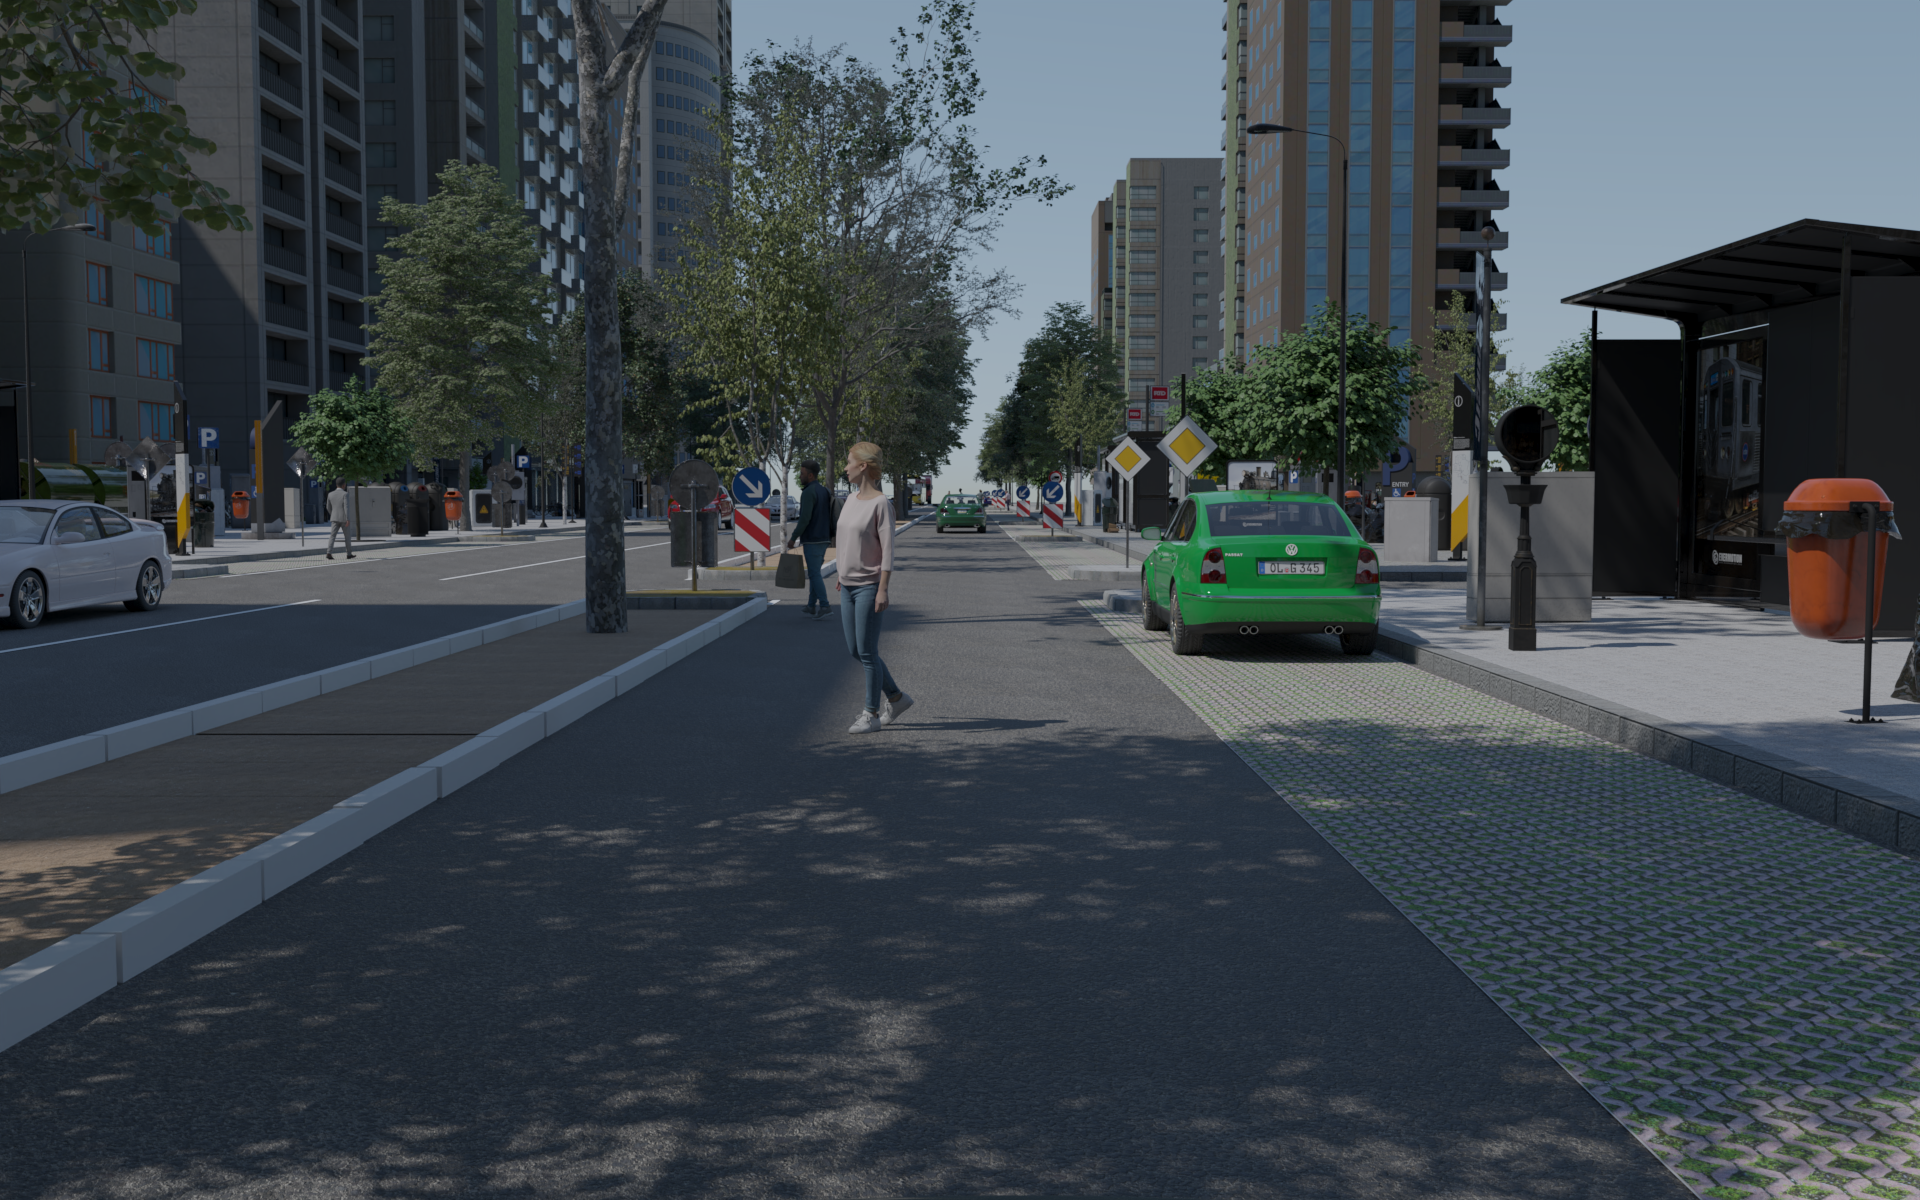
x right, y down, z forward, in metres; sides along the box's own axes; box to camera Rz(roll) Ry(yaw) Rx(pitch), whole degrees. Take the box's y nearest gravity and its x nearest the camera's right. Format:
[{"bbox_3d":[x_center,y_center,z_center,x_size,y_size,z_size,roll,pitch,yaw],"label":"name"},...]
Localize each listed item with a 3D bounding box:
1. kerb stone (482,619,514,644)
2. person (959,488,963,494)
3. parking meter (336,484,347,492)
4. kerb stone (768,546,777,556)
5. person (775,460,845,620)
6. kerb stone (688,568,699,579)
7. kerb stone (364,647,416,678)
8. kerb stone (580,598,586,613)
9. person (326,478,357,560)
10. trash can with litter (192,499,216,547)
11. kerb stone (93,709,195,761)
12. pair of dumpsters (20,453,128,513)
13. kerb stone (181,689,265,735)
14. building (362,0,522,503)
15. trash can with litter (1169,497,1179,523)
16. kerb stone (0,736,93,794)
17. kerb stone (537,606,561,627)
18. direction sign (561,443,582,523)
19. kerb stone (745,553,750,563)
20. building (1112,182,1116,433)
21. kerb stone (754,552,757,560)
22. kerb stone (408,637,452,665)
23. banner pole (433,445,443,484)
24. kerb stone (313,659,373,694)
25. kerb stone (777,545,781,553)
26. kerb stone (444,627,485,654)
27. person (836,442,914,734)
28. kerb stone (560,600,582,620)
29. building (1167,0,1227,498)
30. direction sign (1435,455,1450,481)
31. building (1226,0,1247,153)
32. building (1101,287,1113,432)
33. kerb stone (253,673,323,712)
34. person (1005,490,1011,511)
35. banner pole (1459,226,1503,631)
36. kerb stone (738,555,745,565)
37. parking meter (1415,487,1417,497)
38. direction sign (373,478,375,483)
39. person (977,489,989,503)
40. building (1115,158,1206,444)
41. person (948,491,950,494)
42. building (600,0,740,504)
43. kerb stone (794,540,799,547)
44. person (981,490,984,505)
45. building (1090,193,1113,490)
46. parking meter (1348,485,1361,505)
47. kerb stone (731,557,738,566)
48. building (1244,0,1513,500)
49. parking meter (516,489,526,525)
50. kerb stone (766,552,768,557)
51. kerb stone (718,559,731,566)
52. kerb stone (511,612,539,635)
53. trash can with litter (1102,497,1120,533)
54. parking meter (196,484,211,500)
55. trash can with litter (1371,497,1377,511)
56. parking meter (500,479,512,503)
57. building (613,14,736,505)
[{"bbox_3d":[-4.569,0.324,16.901,0.120,0.150,1.000,0,4,0],"label":"kerb stone"},{"bbox_3d":[0.020,-5.743,102.735,0.374,1.781,0.599,1,4,15],"label":"person"},{"bbox_3d":[-25.511,-4.024,71.496,0.399,1.863,0.255,1,4,20],"label":"parking meter"},{"bbox_3d":[-4.497,-1.150,40.992,0.120,0.150,1.000,0,4,0],"label":"kerb stone"},{"bbox_3d":[-1.709,-0.691,19.787,0.713,1.824,0.794,3,5,42],"label":"person"},{"bbox_3d":[-4.529,-0.460,29.727,0.120,0.150,1.000,0,4,0],"label":"kerb stone"},{"bbox_3d":[-4.586,0.512,13.824,0.120,0.150,1.000,0,4,0],"label":"kerb stone"},{"bbox_3d":[-4.559,0.074,20.991,0.120,0.150,1.000,0,4,0],"label":"kerb stone"},{"bbox_3d":[-13.538,-1.774,37.785,0.678,1.792,0.850,1,4,15],"label":"person"},{"bbox_3d":[-18.263,-1.854,41.702,0.624,1.170,1.055,-1,4,-22],"label":"trash can with litter"},{"bbox_3d":[-4.602,0.762,9.735,0.120,0.150,1.000,0,4,0],"label":"kerb stone"},{"bbox_3d":[-20.513,-2.280,39.777,1.574,2.255,4.437,0,4,0],"label":"pair of dumpsters"},{"bbox_3d":[-4.599,0.700,10.757,0.120,0.150,1.000,0,4,0],"label":"kerb stone"},{"bbox_3d":[-37.222,-26.203,112.017,14.154,41.232,14.086,0,4,0],"label":"building"},{"bbox_3d":[8.474,-3.600,70.253,0.624,1.170,1.055,-1,4,-16],"label":"trash can with litter"},{"bbox_3d":[-4.605,0.825,8.704,0.120,0.150,1.000,0,4,0],"label":"kerb stone"},{"bbox_3d":[-4.568,0.204,18.946,0.120,0.150,1.000,0,4,0],"label":"kerb stone"},{"bbox_3d":[-17.152,-5.171,76.542,0.876,3.537,0.379,0,4,0],"label":"direction sign"},{"bbox_3d":[-4.499,-0.835,35.882,0.120,0.150,1.000,0,4,0],"label":"kerb stone"},{"bbox_3d":[26.879,-33.255,227.306,14.154,41.232,14.086,0,4,0],"label":"building"},{"bbox_3d":[-4.497,-0.900,36.904,0.120,0.150,1.000,0,4,0],"label":"kerb stone"},{"bbox_3d":[-4.585,0.451,14.846,0.120,0.150,1.000,0,4,0],"label":"kerb stone"},{"bbox_3d":[-25.906,-5.880,86.156,0.863,3.779,0.401,2,4,35],"label":"banner pole"},{"bbox_3d":[-4.592,0.576,12.802,0.120,0.150,1.000,0,4,0],"label":"kerb stone"},{"bbox_3d":[-4.479,-1.212,42.014,0.120,0.150,1.000,0,4,0],"label":"kerb stone"},{"bbox_3d":[-4.582,0.387,15.875,0.120,0.150,1.000,0,4,0],"label":"kerb stone"},{"bbox_3d":[-0.528,-0.083,10.534,0.598,1.740,0.731,-3,5,-43],"label":"person"},{"bbox_3d":[-4.556,0.139,19.969,0.120,0.150,1.000,0,4,0],"label":"kerb stone"},{"bbox_3d":[31.038,-51.176,149.399,22.319,86.520,31.000,0,4,0],"label":"building"},{"bbox_3d":[27.955,-6.625,100.317,0.876,3.537,0.379,2,4,32],"label":"direction sign"},{"bbox_3d":[26.415,-27.165,127.746,14.154,41.232,14.086,0,4,0],"label":"building"},{"bbox_3d":[26.503,-28.757,241.883,14.160,30.474,14.107,0,4,0],"label":"building"},{"bbox_3d":[-4.600,0.637,11.780,0.120,0.150,1.000,0,4,0],"label":"kerb stone"},{"bbox_3d":[3.597,-7.498,132.035,0.436,1.711,0.756,3,5,44],"label":"person"},{"bbox_3d":[4.841,-1.596,16.110,0.401,3.779,0.863,2,4,26],"label":"banner pole"},{"bbox_3d":[-4.506,-0.771,34.858,0.120,0.150,1.000,0,4,0],"label":"kerb stone"},{"bbox_3d":[12.870,-2.440,48.309,0.372,1.533,0.369,0,3,0],"label":"parking meter"},{"bbox_3d":[-26.258,-5.237,77.616,0.379,3.537,0.876,0,4,-3],"label":"direction sign"},{"bbox_3d":[1.633,-8.023,139.765,1.350,1.814,0.705,0,4,-1],"label":"person"},{"bbox_3d":[27.214,-32.393,213.219,14.154,41.232,14.086,0,4,0],"label":"building"},{"bbox_3d":[-1.233,-11.885,202.752,0.705,1.831,1.348,3,5,44],"label":"person"},{"bbox_3d":[-39.976,-49.041,240.067,20.563,71.187,20.611,0,4,0],"label":"building"},{"bbox_3d":[-4.470,-1.463,46.116,0.120,0.150,1.000,0,4,0],"label":"kerb stone"},{"bbox_3d":[2.176,-10.374,178.104,0.705,1.826,1.348,-2,4,-24],"label":"person"},{"bbox_3d":[26.782,-37.097,256.645,14.600,45.320,14.200,0,4,0],"label":"building"},{"bbox_3d":[11.348,-2.536,49.877,0.372,1.533,0.369,0,3,0],"label":"parking meter"},{"bbox_3d":[-4.516,-0.712,33.836,0.120,0.150,1.000,0,4,0],"label":"kerb stone"},{"bbox_3d":[26.762,-28.342,113.504,14.600,45.320,14.200,0,4,0],"label":"building"},{"bbox_3d":[-18.327,-3.905,72.265,0.372,1.533,0.369,0,3,0],"label":"parking meter"},{"bbox_3d":[-4.499,-1.023,38.948,0.120,0.150,1.000,0,4,0],"label":"kerb stone"},{"bbox_3d":[-4.519,-0.647,32.813,0.120,0.150,1.000,0,4,0],"label":"kerb stone"},{"bbox_3d":[-4.571,0.261,17.923,0.120,0.150,1.000,0,4,0],"label":"kerb stone"},{"bbox_3d":[5.074,-2.817,57.447,0.624,1.170,1.055,-1,4,-11],"label":"trash can with litter"},{"bbox_3d":[-19.594,-2.232,44.907,0.372,1.533,0.369,0,3,0],"label":"parking meter"},{"bbox_3d":[17.936,-3.923,75.530,0.624,1.170,1.055,-2,4,-32],"label":"trash can with litter"},{"bbox_3d":[-17.050,-3.631,65.070,0.399,1.863,0.255,-1,4,-22],"label":"parking meter"},{"bbox_3d":[-40.544,-41.217,215.902,21.231,58.520,28.212,0,4,0],"label":"building"}]
